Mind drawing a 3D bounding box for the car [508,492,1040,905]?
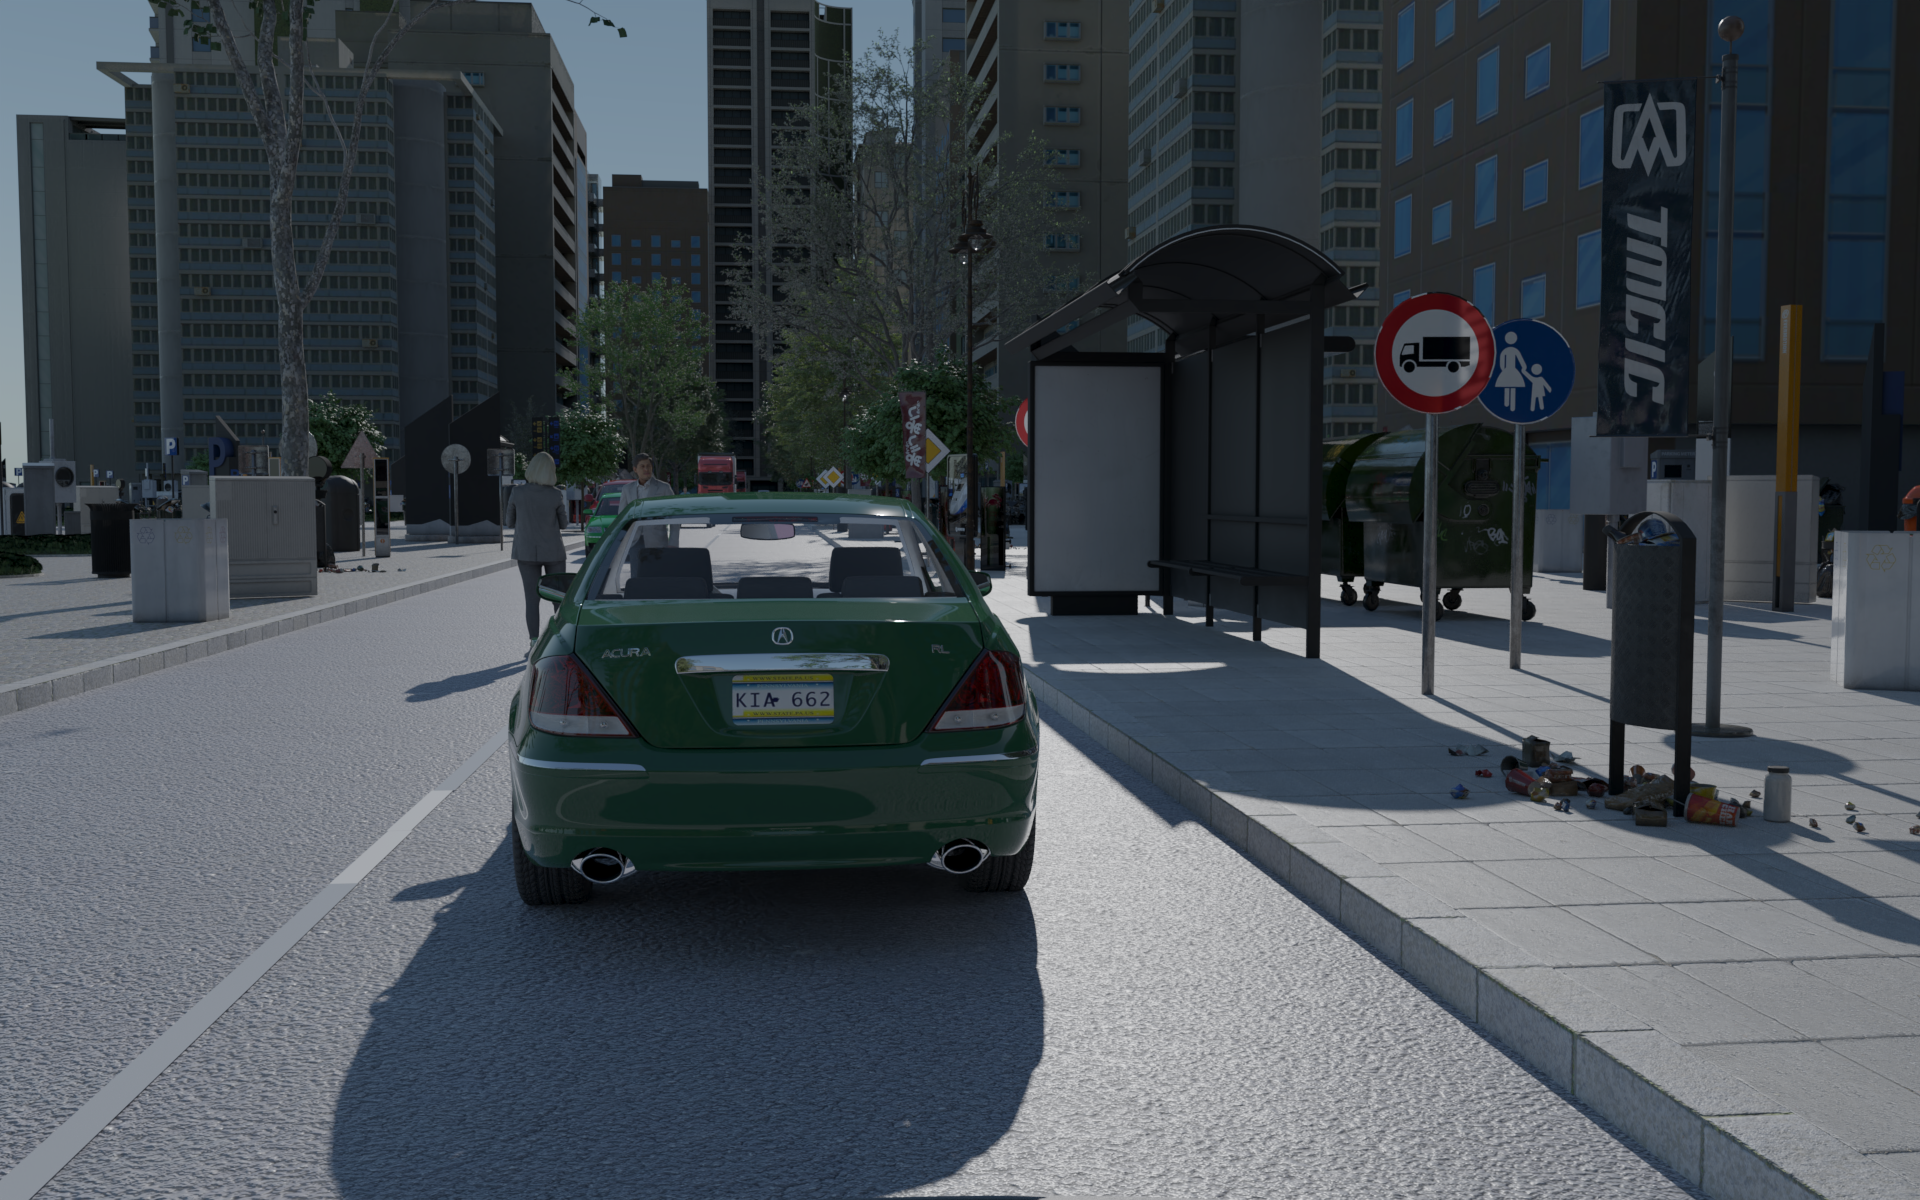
[{"bbox_3d":[-0.827,0.259,7.557,2.131,1.459,4.920,0,4,-7],"label":"car"}]

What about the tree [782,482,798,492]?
[{"bbox_3d":[-16.849,-13.891,177.472,4.360,8.622,3.978,0,3,0],"label":"tree"}]

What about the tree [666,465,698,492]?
[{"bbox_3d":[-24.380,-10.338,152.743,4.285,4.588,4.351,0,3,0],"label":"tree"}]

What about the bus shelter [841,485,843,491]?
[{"bbox_3d":[-9.081,-8.912,139.626,2.014,3.302,5.546,0,4,-7],"label":"bus shelter"}]

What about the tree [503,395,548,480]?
[{"bbox_3d":[-32.420,-10.915,128.822,4.360,8.622,3.978,0,3,0],"label":"tree"}]

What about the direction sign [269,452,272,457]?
[{"bbox_3d":[-37.003,-6.180,93.042,0.379,3.537,0.876,-1,4,-16],"label":"direction sign"}]

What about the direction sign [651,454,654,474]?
[{"bbox_3d":[-17.505,-6.523,98.647,0.379,3.537,0.876,0,4,-3],"label":"direction sign"}]

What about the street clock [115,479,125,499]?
[{"bbox_3d":[-40.131,-4.786,82.821,0.471,2.002,0.358,2,4,34],"label":"street clock"}]

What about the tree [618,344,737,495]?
[{"bbox_3d":[-21.681,-13.106,131.294,9.611,12.733,9.660,0,3,0],"label":"tree"}]

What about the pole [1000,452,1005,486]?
[{"bbox_3d":[2.054,-5.479,83.429,0.158,3.312,0.155,0,3,0],"label":"pole"}]

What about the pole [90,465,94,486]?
[{"bbox_3d":[-60.355,-7.747,120.511,0.158,3.312,0.155,0,3,0],"label":"pole"}]

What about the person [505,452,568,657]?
[{"bbox_3d":[-3.732,-0.406,15.321,0.537,1.800,0.526,0,4,-3],"label":"person"}]

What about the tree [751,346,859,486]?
[{"bbox_3d":[-10.816,-13.005,129.641,9.611,12.733,9.660,0,3,0],"label":"tree"}]

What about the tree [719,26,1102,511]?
[{"bbox_3d":[-1.195,-8.266,45.514,12.009,13.543,11.850,0,3,0],"label":"tree"}]

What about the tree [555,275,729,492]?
[{"bbox_3d":[-15.461,-9.616,82.982,9.928,11.665,9.643,0,3,0],"label":"tree"}]

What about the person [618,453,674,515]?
[{"bbox_3d":[-3.139,-0.562,17.536,0.661,1.843,0.795,1,4,8],"label":"person"}]

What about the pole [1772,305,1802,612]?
[{"bbox_3d":[8.981,-1.527,18.802,0.158,3.312,0.155,0,3,0],"label":"pole"}]

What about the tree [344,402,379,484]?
[{"bbox_3d":[-47.790,-11.428,137.215,4.737,8.622,4.395,0,3,0],"label":"tree"}]

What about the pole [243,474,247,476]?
[{"bbox_3d":[-36.499,-5.785,88.435,0.158,3.312,0.155,0,3,0],"label":"pole"}]

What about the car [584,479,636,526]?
[{"bbox_3d":[-8.461,-2.201,44.654,2.281,1.827,5.304,0,4,-7],"label":"car"}]

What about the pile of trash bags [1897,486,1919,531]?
[{"bbox_3d":[10.416,-0.388,16.097,1.912,1.369,3.447,-2,4,-30],"label":"pile of trash bags"}]

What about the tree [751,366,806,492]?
[{"bbox_3d":[-14.670,-15.675,162.935,9.857,13.997,8.962,0,3,0],"label":"tree"}]

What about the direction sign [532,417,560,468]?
[{"bbox_3d":[-12.164,-3.607,50.969,0.876,3.537,0.379,1,4,13],"label":"direction sign"}]

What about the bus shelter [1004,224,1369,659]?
[{"bbox_3d":[1.775,-1.337,15.776,2.014,3.302,5.546,0,4,-6],"label":"bus shelter"}]

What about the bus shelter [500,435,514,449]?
[{"bbox_3d":[-14.886,-3.575,52.381,2.014,3.302,5.546,0,4,-6],"label":"bus shelter"}]

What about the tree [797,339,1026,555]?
[{"bbox_3d":[-0.426,-3.242,36.725,4.285,4.588,4.351,0,3,0],"label":"tree"}]

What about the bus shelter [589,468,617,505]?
[{"bbox_3d":[-19.747,-7.035,92.661,2.179,5.291,8.768,0,4,-6],"label":"bus shelter"}]

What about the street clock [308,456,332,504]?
[{"bbox_3d":[-12.245,-1.743,33.071,0.471,2.002,0.358,0,4,4],"label":"street clock"}]

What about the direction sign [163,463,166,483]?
[{"bbox_3d":[-58.036,-8.221,126.408,0.379,3.537,0.876,-1,4,-14],"label":"direction sign"}]

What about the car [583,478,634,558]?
[{"bbox_3d":[-7.408,-1.842,38.916,1.959,1.807,4.718,0,4,-7],"label":"car"}]

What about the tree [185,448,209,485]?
[{"bbox_3d":[-53.357,-8.522,123.051,4.285,4.588,4.351,0,3,0],"label":"tree"}]

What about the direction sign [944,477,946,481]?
[{"bbox_3d":[-1.030,-6.707,101.649,0.876,3.537,0.379,0,4,2],"label":"direction sign"}]

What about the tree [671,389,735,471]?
[{"bbox_3d":[-25.239,-15.139,165.644,7.486,12.596,7.792,0,3,0],"label":"tree"}]

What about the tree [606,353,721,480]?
[{"bbox_3d":[-18.628,-10.611,107.906,8.767,10.594,7.601,1,4,11],"label":"tree"}]

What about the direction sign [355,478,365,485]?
[{"bbox_3d":[-38.378,-7.236,110.305,0.876,3.537,0.379,-1,4,-16],"label":"direction sign"}]

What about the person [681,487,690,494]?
[{"bbox_3d":[-14.905,-5.237,94.136,0.660,1.820,0.620,-2,4,-24],"label":"person"}]

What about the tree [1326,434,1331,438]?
[{"bbox_3d":[11.861,-3.739,55.733,1.663,3.219,1.824,0,3,0],"label":"tree"}]

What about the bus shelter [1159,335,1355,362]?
[{"bbox_3d":[3.709,-3.029,27.160,2.179,5.291,8.768,0,4,-7],"label":"bus shelter"}]

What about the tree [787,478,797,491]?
[{"bbox_3d":[-14.112,-10.407,153.874,4.285,4.588,4.351,0,3,0],"label":"tree"}]

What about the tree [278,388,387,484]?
[{"bbox_3d":[-19.492,-4.282,53.731,4.285,4.588,4.351,0,3,0],"label":"tree"}]

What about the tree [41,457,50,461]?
[{"bbox_3d":[-42.613,-5.318,81.554,1.663,3.219,1.824,0,3,0],"label":"tree"}]

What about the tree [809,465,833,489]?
[{"bbox_3d":[-7.892,-6.376,98.841,1.663,3.219,1.824,0,3,0],"label":"tree"}]

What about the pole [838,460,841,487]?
[{"bbox_3d":[-6.998,-6.538,100.744,0.158,3.312,0.155,0,3,0],"label":"pole"}]

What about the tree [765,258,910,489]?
[{"bbox_3d":[-5.244,-10.082,82.964,7.486,12.596,7.792,0,3,0],"label":"tree"}]

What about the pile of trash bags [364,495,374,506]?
[{"bbox_3d":[-45.072,-7.515,132.616,1.912,1.369,3.447,1,4,20],"label":"pile of trash bags"}]

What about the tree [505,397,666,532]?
[{"bbox_3d":[-12.965,-4.604,58.982,4.285,4.588,4.351,0,3,0],"label":"tree"}]

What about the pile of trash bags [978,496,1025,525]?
[{"bbox_3d":[2.646,-3.822,72.243,3.447,1.369,1.912,-1,4,-16],"label":"pile of trash bags"}]

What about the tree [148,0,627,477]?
[{"bbox_3d":[-9.653,-10.232,23.180,12.611,20.169,13.585,0,3,0],"label":"tree"}]
